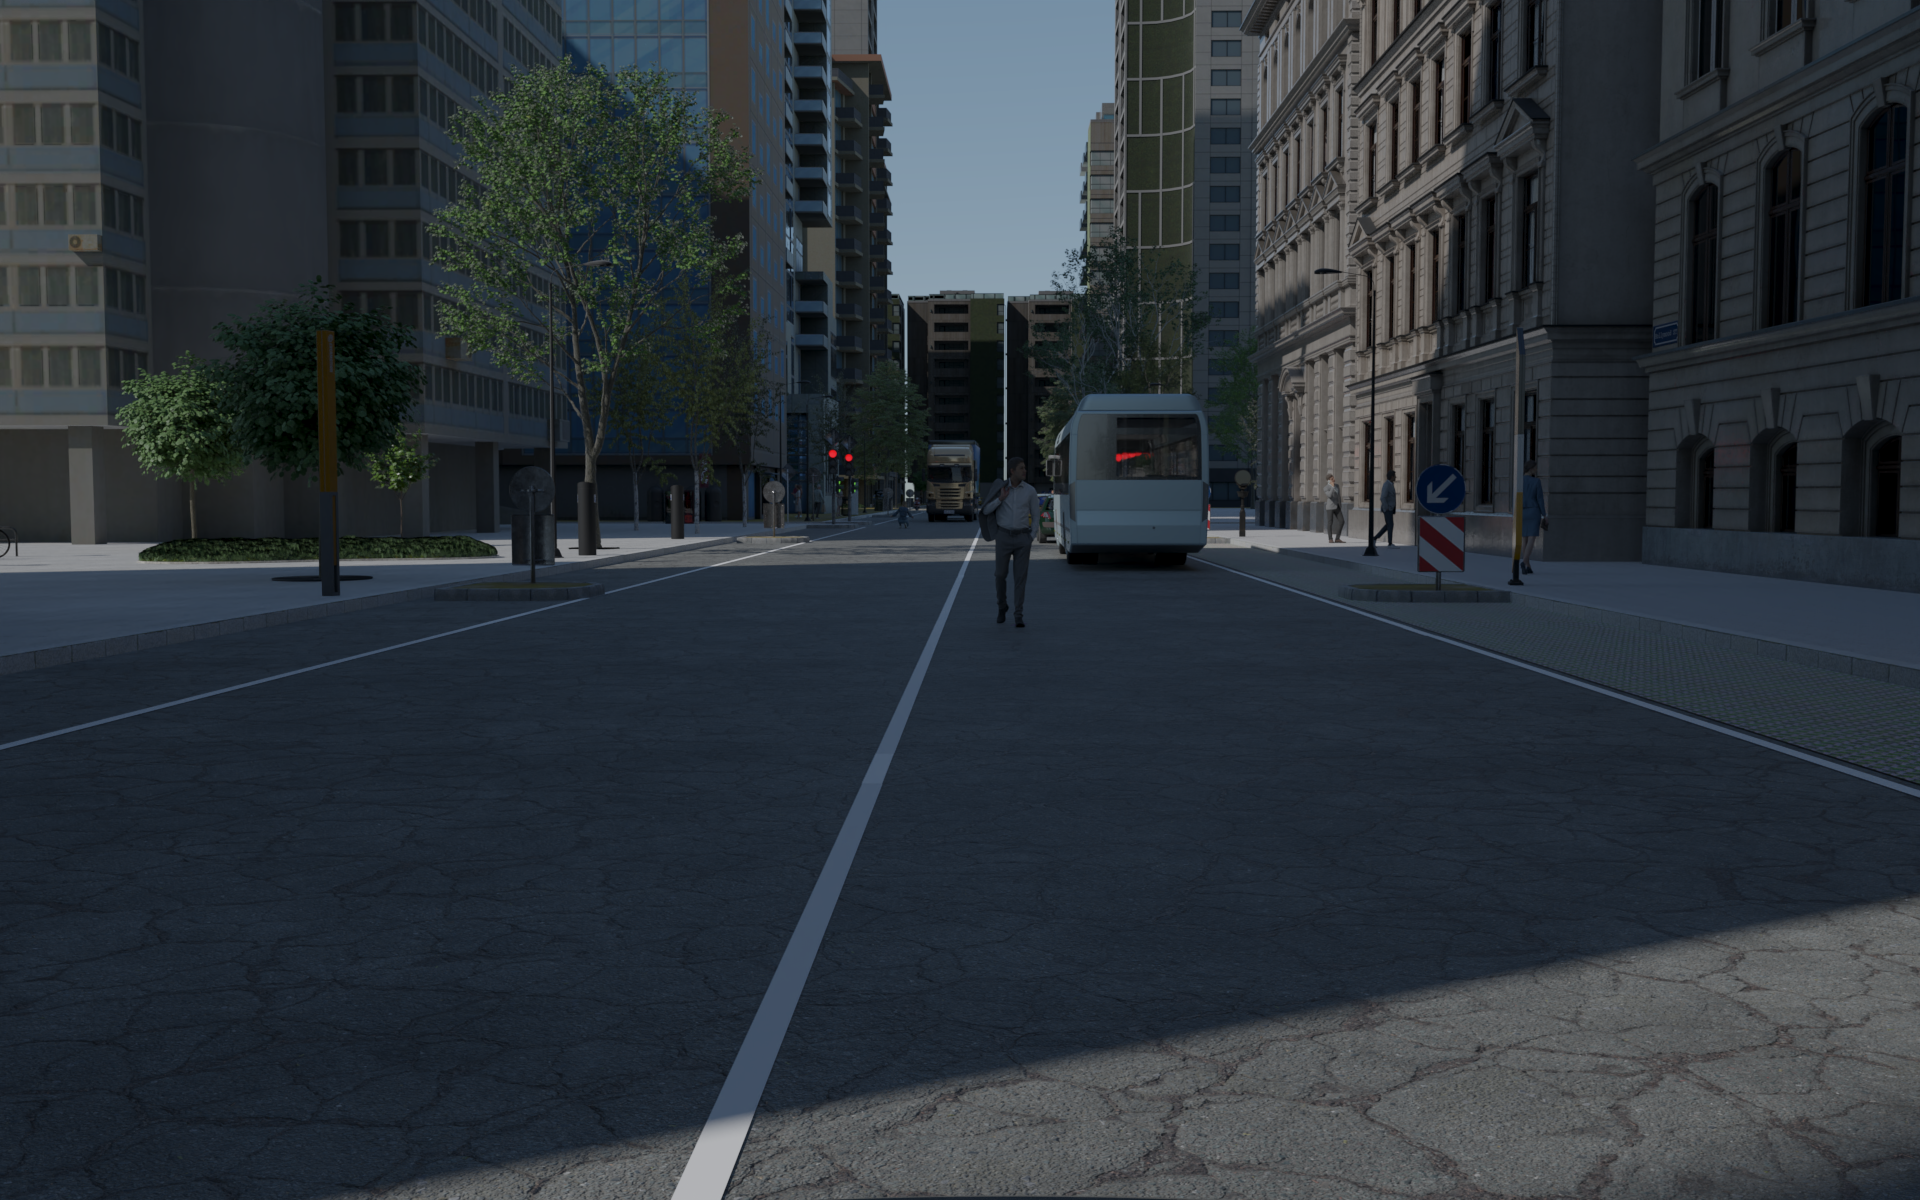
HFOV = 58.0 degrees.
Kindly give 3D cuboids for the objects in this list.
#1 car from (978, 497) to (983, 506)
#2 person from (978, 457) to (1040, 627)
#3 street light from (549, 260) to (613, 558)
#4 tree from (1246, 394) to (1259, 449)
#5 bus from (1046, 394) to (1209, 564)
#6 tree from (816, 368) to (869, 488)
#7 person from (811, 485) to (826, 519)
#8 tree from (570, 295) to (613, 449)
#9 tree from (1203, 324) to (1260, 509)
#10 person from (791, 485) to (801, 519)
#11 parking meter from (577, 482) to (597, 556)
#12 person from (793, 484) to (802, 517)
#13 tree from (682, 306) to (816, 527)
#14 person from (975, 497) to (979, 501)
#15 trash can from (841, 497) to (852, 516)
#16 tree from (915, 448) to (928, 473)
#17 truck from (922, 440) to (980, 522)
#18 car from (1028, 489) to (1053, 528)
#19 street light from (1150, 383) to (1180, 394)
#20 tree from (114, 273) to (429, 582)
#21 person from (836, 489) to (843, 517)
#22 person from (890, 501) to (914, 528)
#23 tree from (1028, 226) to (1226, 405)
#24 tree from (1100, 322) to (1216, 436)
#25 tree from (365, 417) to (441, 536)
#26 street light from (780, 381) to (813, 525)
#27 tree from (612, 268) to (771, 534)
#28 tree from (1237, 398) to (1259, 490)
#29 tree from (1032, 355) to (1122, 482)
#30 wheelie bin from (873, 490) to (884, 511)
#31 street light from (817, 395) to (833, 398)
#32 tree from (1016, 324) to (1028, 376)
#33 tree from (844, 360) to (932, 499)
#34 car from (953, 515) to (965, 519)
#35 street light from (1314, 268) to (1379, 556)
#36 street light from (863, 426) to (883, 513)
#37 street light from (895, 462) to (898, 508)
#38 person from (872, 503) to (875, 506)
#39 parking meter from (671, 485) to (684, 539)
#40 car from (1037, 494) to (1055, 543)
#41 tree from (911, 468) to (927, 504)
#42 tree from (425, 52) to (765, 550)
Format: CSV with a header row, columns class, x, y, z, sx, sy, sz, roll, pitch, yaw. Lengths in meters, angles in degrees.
class,x,y,z,sx,sy,sz,roll,pitch,yaw
car,1.779,-12.386,212.726,2.015,1.641,3.980,0,4,0
person,0.538,-0.632,18.930,0.679,1.850,0.850,0,4,-5
street light,-7.602,-3.794,34.579,1.470,5.913,1.316,0,4,1
tree,17.518,-9.216,85.086,7.601,10.594,8.767,1,4,15
bus,3.492,-2.666,38.453,2.948,3.499,13.247,0,4,2
tree,-7.466,-9.267,101.876,4.360,8.622,3.978,0,3,0
person,-7.278,-5.055,89.176,0.782,1.767,0.515,2,4,33
tree,-11.409,-6.737,60.507,4.737,8.622,4.395,0,3,0
tree,18.596,-10.953,104.842,9.928,11.665,9.643,0,3,0
person,-8.390,-5.030,88.845,0.524,1.755,0.480,-1,4,-9
parking meter,-7.789,-1.698,36.171,0.372,1.533,0.369,0,3,0
person,-8.988,-5.510,96.099,0.580,1.828,0.573,1,4,13
tree,-8.466,-7.135,67.012,4.360,8.622,3.978,0,3,0
person,0.944,-6.295,111.603,0.721,1.800,0.419,-2,4,-27
trash can,-6.649,-5.477,101.203,0.748,1.137,0.748,0,3,0
tree,-4.276,-17.216,231.837,4.737,8.622,4.395,0,3,0
truck,-0.329,-6.335,92.487,2.839,4.237,11.283,0,4,2
car,3.189,-3.351,65.010,2.015,1.641,3.980,0,4,2
street light,8.622,-6.117,72.553,1.470,5.913,1.316,0,4,1
tree,-9.633,-2.576,25.836,4.285,4.588,4.351,0,3,0
person,-6.840,-5.636,98.534,0.374,1.781,0.599,3,4,38
person,-2.468,-3.599,72.840,1.012,1.151,0.738,0,4,3
tree,12.164,-16.180,120.438,12.611,20.169,13.585,0,3,0
tree,10.367,-9.811,94.827,7.601,10.594,8.767,-1,4,-11
tree,-13.784,-2.917,42.291,1.663,3.219,1.824,0,3,0
street light,-6.821,-6.025,71.052,1.470,5.913,1.316,0,4,1
tree,-8.251,-6.444,55.716,4.737,8.622,4.395,0,3,0
tree,17.214,-8.764,93.650,4.360,8.622,3.978,0,3,0
tree,11.542,-15.477,159.703,9.857,13.997,8.962,0,3,0
wheelie bin,-6.071,-7.516,130.787,0.980,1.594,0.693,-1,4,-18
street light,-6.650,-6.666,81.534,1.470,5.913,1.316,0,4,1
tree,9.595,-17.638,144.262,12.611,20.169,13.585,0,3,0
tree,-5.865,-13.993,146.914,7.486,12.596,7.792,0,3,0
car,-0.322,-5.485,101.688,2.014,1.417,4.499,0,4,3
street light,7.980,-3.867,35.766,1.470,5.913,1.316,0,4,1
street light,-5.941,-8.888,117.857,1.470,5.913,1.316,0,4,1
street light,-5.133,-11.113,154.231,1.470,5.913,1.316,0,4,1
person,-6.251,-7.492,134.041,0.738,1.151,1.012,-3,4,-36
parking meter,-8.044,-2.501,49.310,0.372,1.533,0.369,0,3,0
car,3.165,-2.561,51.663,2.009,1.686,4.222,0,4,1
tree,-4.665,-14.296,217.456,4.285,4.588,4.351,0,3,0
tree,-8.462,-6.993,40.093,9.928,11.665,9.643,0,3,0
